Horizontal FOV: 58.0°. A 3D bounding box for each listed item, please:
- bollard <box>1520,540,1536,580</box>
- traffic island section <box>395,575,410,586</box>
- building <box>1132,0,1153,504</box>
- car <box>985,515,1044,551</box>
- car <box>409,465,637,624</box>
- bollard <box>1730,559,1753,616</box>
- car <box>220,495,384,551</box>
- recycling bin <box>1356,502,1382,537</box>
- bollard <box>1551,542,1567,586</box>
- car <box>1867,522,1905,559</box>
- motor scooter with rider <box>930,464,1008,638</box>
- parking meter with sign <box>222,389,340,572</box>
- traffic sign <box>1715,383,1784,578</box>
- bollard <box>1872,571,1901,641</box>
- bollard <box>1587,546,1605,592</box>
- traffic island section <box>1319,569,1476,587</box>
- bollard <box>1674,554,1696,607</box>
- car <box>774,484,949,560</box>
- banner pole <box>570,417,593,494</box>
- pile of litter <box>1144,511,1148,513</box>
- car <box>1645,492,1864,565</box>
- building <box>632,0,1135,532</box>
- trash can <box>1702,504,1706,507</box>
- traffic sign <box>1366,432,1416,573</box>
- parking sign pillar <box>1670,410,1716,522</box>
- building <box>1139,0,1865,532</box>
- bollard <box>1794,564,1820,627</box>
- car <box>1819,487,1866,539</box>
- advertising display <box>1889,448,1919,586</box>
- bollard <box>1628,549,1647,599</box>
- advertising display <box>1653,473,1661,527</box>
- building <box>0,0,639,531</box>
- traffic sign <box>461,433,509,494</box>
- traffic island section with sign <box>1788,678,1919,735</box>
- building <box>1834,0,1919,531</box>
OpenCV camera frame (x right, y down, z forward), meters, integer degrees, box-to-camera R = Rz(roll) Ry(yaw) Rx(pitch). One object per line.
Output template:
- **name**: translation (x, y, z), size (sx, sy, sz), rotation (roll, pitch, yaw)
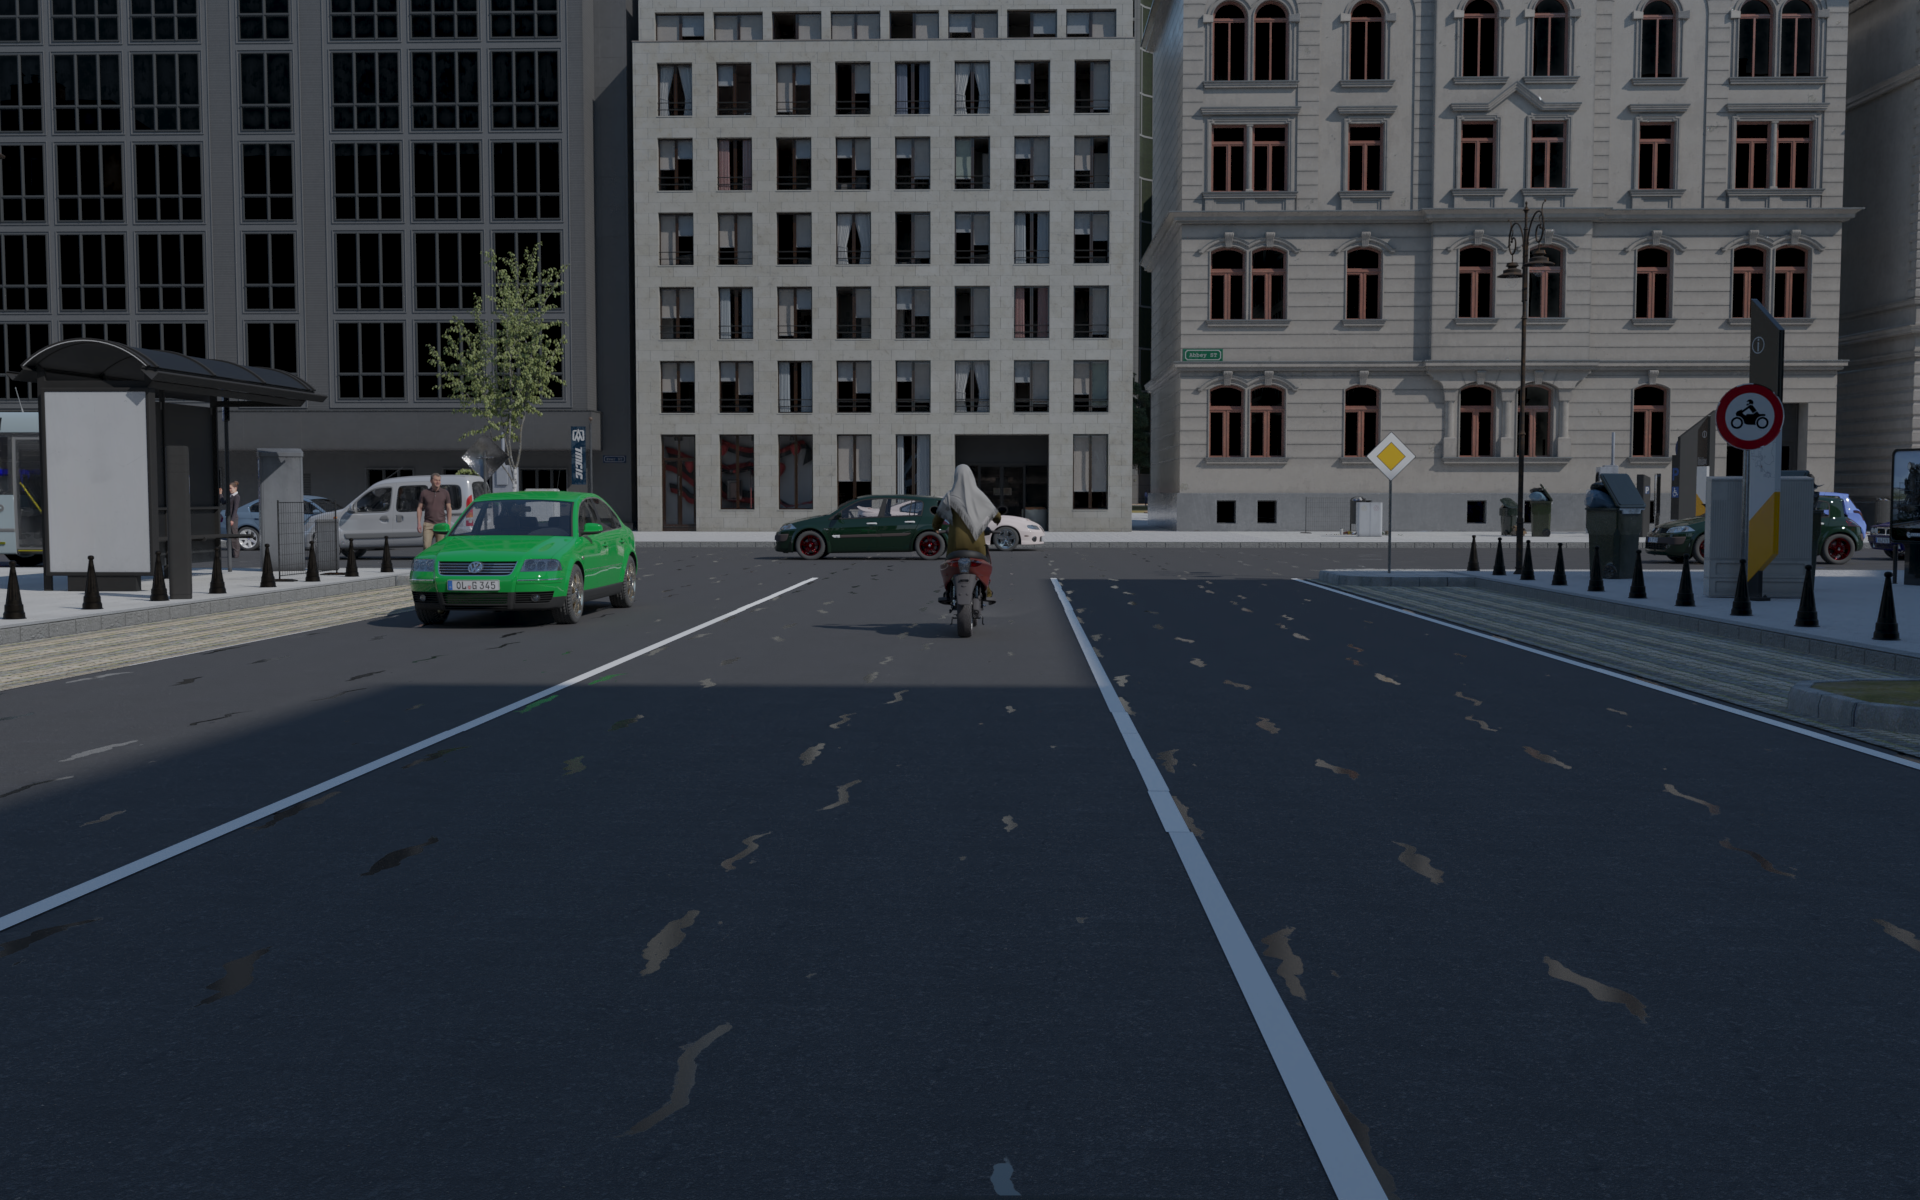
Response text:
- **bollard**: translation (8.479, -0.600, 25.855), size (0.229, 0.601, 0.229), rotation (0, 3, 0)
- **traffic island section**: translation (-7.814, -0.381, 28.508), size (2.009, 0.180, 2.903), rotation (0, 4, 2)
- **building**: translation (18.181, -48.186, 226.089), size (20.611, 71.187, 20.563), rotation (0, 4, 2)
- **car**: translation (-0.258, -1.951, 44.259), size (4.827, 1.381, 2.083), rotation (0, 4, 3)
- **car**: translation (-5.056, -0.716, 20.502), size (1.959, 1.807, 4.718), rotation (0, 4, 1)
- **bollard**: translation (8.258, -0.137, 18.283), size (0.229, 0.601, 0.229), rotation (0, 3, 0)
- **car**: translation (-16.674, -1.985, 44.463), size (4.499, 1.417, 2.014), rotation (0, 4, 3)
- **recycling bin**: translation (12.330, -2.426, 52.212), size (0.722, 1.027, 0.722), rotation (1, 4, 9)
- **bollard**: translation (8.432, -0.508, 24.345), size (0.229, 0.601, 0.229), rotation (0, 3, 0)
- **car**: translation (22.004, -1.534, 37.664), size (3.894, 1.354, 1.945), rotation (0, 4, 0)
- **motor scooter with rider**: translation (0.112, -0.550, 17.951), size (0.876, 1.779, 1.986), rotation (0, 4, 3)
- **parking meter with sign**: translation (-11.276, -1.989, 28.781), size (1.738, 3.016, 0.543), rotation (-2, 4, -26)
- **traffic sign**: translation (9.079, -1.217, 20.002), size (0.768, 2.556, 0.104), rotation (0, 4, 5)
- **bollard**: translation (8.161, 0.049, 15.242), size (0.229, 0.601, 0.229), rotation (0, 3, 0)
- **bollard**: translation (8.393, -0.415, 22.834), size (0.229, 0.601, 0.229), rotation (0, 3, 0)
- **traffic island section**: translation (6.971, -0.353, 28.060), size (2.009, 0.180, 2.903), rotation (0, 4, 2)
- **bollard**: translation (8.299, -0.230, 19.800), size (0.229, 0.601, 0.229), rotation (0, 3, 0)
- **car**: translation (-1.989, -1.741, 38.252), size (4.222, 1.686, 2.009), rotation (0, 4, 3)
- **banner pole**: translation (-12.221, -4.054, 56.292), size (0.863, 3.779, 0.401), rotation (-1, 4, -8)
- **pile of litter**: translation (12.816, -6.165, 114.767), size (1.176, 0.858, 1.719), rotation (0, 4, -7)
- **car**: translation (16.480, -1.600, 35.954), size (4.222, 1.686, 2.009), rotation (0, 4, 1)
- **building**: translation (-2.424, -12.761, 63.387), size (16.860, 20.320, 10.420), rotation (0, 4, 2)
- **trash can**: translation (11.349, -0.853, 25.597), size (0.748, 1.137, 0.748), rotation (0, 3, 0)
- **traffic sign**: translation (6.947, -1.489, 27.984), size (0.795, 2.450, 0.064), rotation (0, 4, 2)
- **parking sign pillar**: translation (23.553, -4.108, 55.646), size (1.447, 3.967, 1.447), rotation (-1, 4, -14)
- **building**: translation (18.714, -16.931, 64.210), size (23.554, 28.519, 14.401), rotation (0, 4, 2)
- **bollard**: translation (8.205, -0.044, 16.761), size (0.229, 0.601, 0.229), rotation (0, 3, 0)
- **car**: translation (21.316, -2.151, 44.760), size (3.694, 1.707, 1.945), rotation (0, 4, 3)
- **advertising display**: translation (13.445, -1.167, 24.291), size (0.123, 1.923, 0.974), rotation (-1, 4, -11)
- **bollard**: translation (8.345, -0.322, 21.310), size (0.229, 0.601, 0.229), rotation (0, 3, 0)
- **advertising display**: translation (21.879, -3.006, 54.362), size (0.123, 1.923, 0.974), rotation (1, 4, 18)
- **building**: translation (-23.153, -16.626, 65.344), size (24.014, 27.812, 14.314), rotation (0, 4, 2)
- **traffic sign**: translation (-7.790, -1.517, 28.446), size (0.795, 2.450, 0.064), rotation (0, 4, 2)
- **traffic island section with sign**: translation (6.460, -0.142, 10.958), size (1.989, 1.847, 2.006), rotation (0, 4, 2)
- **building**: translation (41.011, -14.232, 61.574), size (19.941, 23.489, 11.050), rotation (0, 4, 2)
